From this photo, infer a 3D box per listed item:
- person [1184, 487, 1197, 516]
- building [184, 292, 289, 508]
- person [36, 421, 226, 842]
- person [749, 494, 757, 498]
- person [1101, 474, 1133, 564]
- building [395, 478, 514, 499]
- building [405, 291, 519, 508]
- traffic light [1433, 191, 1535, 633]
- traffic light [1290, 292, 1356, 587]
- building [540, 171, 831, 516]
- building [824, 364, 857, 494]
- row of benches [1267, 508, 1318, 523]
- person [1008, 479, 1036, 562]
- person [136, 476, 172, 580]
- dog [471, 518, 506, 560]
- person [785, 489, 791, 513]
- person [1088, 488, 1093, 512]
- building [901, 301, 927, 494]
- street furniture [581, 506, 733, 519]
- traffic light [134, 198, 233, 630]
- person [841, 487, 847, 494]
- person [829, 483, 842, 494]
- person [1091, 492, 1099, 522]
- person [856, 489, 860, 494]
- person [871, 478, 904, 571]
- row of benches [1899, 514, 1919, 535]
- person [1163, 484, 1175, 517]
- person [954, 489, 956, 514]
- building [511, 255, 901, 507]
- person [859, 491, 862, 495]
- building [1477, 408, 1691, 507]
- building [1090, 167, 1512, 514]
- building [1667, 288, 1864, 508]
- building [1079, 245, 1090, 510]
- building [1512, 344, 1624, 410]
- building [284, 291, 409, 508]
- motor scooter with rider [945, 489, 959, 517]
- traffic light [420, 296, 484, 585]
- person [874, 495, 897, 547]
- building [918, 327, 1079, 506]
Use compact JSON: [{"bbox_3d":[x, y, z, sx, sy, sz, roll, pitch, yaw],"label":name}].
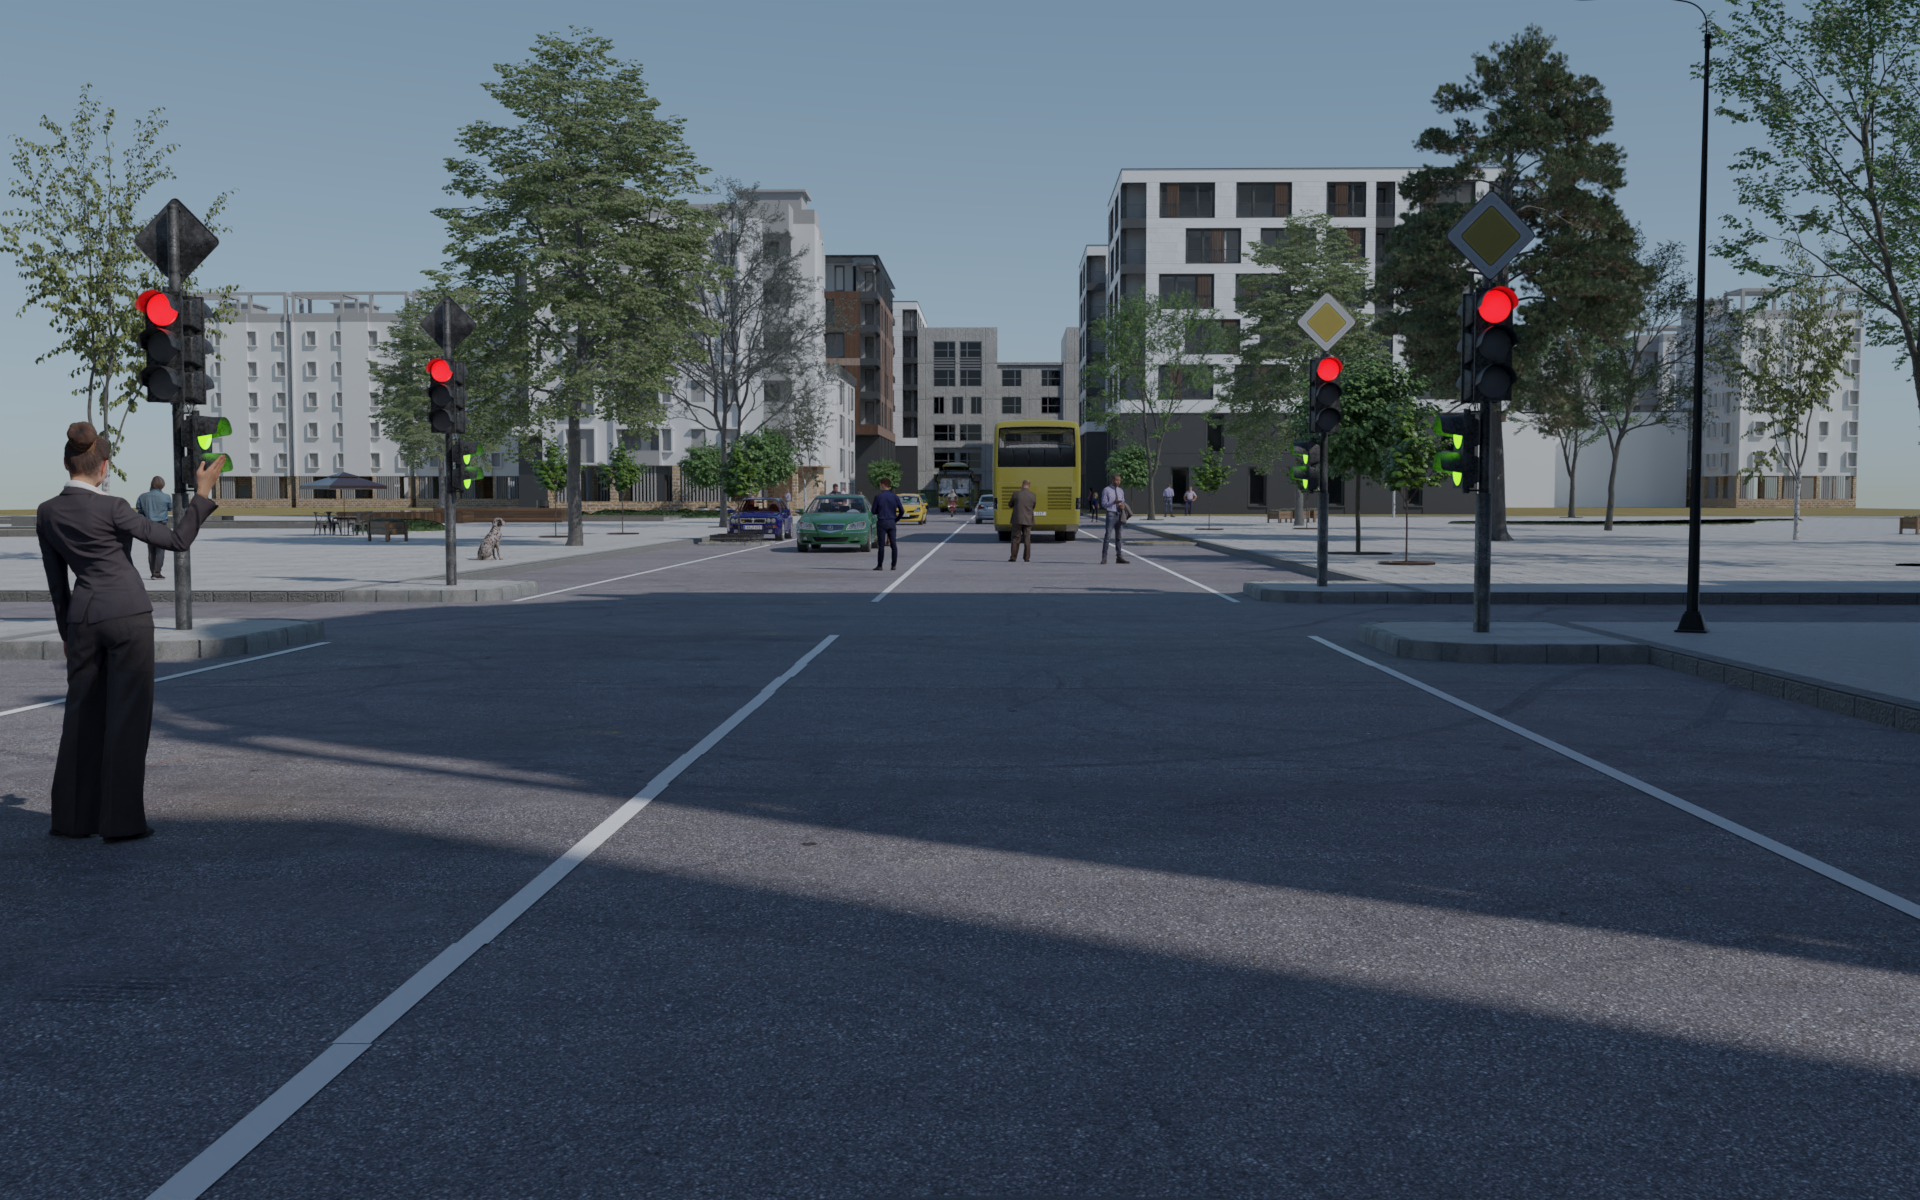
[{"bbox_3d":[13.382,-5.748,100.961,0.756,1.711,0.436,2,4,30],"label":"person"},{"bbox_3d":[-67.624,-19.104,168.764,11.380,20.091,16.016,0,4,1],"label":"building"},{"bbox_3d":[-3.448,0.126,7.247,0.742,1.727,0.445,-1,4,-20],"label":"person"},{"bbox_3d":[-11.575,-5.476,97.037,0.517,1.644,0.566,-2,4,-23],"label":"person"},{"bbox_3d":[3.212,-1.648,35.310,0.709,1.838,0.599,-2,4,-33],"label":"person"},{"bbox_3d":[-51.048,-15.124,189.417,28.070,9.664,9.099,0,4,1],"label":"building"},{"bbox_3d":[-44.846,-19.031,167.572,11.380,20.091,16.016,0,4,1],"label":"building"},{"bbox_3d":[4.832,-1.636,16.000,0.839,4.213,0.868,0,4,1],"label":"traffic light"},{"bbox_3d":[5.020,-2.125,23.983,0.839,4.213,0.868,0,4,1],"label":"traffic light"},{"bbox_3d":[-16.199,-15.251,105.777,16.016,20.091,11.380,0,4,1],"label":"building"},{"bbox_3d":[-12.041,-11.238,125.892,9.099,9.664,28.070,0,4,1],"label":"building"},{"bbox_3d":[15.192,-3.809,77.743,1.422,0.672,4.104,3,5,43],"label":"row of benches"},{"bbox_3d":[1.298,-1.682,36.687,0.565,1.739,0.600,-3,4,-36],"label":"person"},{"bbox_3d":[-12.019,-1.077,25.863,0.499,1.552,0.429,1,4,18],"label":"person"},{"bbox_3d":[-9.258,-1.181,33.688,0.800,0.831,0.513,-1,4,-11],"label":"dog"},{"bbox_3d":[-9.730,-5.484,97.768,0.319,1.574,0.516,1,4,22],"label":"person"},{"bbox_3d":[9.068,-7.019,121.485,0.721,1.739,1.217,0,4,8],"label":"person"},{"bbox_3d":[-20.481,-21.630,197.626,32.646,21.610,27.936,0,4,1],"label":"building"},{"bbox_3d":[-16.882,-4.697,92.422,10.072,0.657,5.734,0,4,5],"label":"street furniture"},{"bbox_3d":[-7.326,-1.653,16.269,0.839,4.213,0.868,0,4,1],"label":"traffic light"},{"bbox_3d":[-7.331,-6.297,109.945,0.436,1.711,0.756,2,4,29],"label":"person"},{"bbox_3d":[-3.807,-2.804,54.796,0.683,1.767,0.568,-3,5,-40],"label":"person"},{"bbox_3d":[6.876,-4.740,88.542,0.480,1.512,0.613,-3,4,-36],"label":"person"},{"bbox_3d":[-8.544,-8.467,145.402,0.530,1.710,0.541,1,4,14],"label":"person"},{"bbox_3d":[-1.400,-1.429,32.566,0.576,1.737,0.504,-2,4,-34],"label":"person"},{"bbox_3d":[31.920,-2.466,55.781,4.104,0.672,1.422,-2,4,-25],"label":"row of benches"},{"bbox_3d":[11.610,-5.518,96.124,0.709,1.838,0.599,1,4,16],"label":"person"},{"bbox_3d":[-0.468,-6.953,122.202,0.705,1.822,1.348,1,4,21],"label":"person"},{"bbox_3d":[-22.949,-19.470,162.307,32.646,21.610,27.936,0,4,1],"label":"building"},{"bbox_3d":[-4.968,-4.578,85.217,0.647,1.594,0.662,0,4,-3],"label":"person"},{"bbox_3d":[56.967,-13.916,169.675,28.070,9.664,9.099,0,4,1],"label":"building"},{"bbox_3d":[24.436,-17.184,124.938,27.936,21.610,32.646,0,4,1],"label":"building"},{"bbox_3d":[76.605,-18.900,165.442,11.380,20.091,16.016,0,4,1],"label":"building"},{"bbox_3d":[24.674,-19.208,158.020,27.936,21.610,32.646,0,4,1],"label":"building"},{"bbox_3d":[54.295,-19.802,190.223,31.486,18.905,16.747,0,4,1],"label":"building"},{"bbox_3d":[-56.213,-19.072,168.239,11.380,20.091,16.016,0,4,1],"label":"building"},{"bbox_3d":[-0.525,-5.995,106.990,0.876,1.779,1.986,0,3,0],"label":"motor scooter with rider"},{"bbox_3d":[-7.139,-2.141,24.252,0.839,4.213,0.868,0,4,1],"label":"traffic light"},{"bbox_3d":[-2.038,-2.174,47.282,0.697,1.427,0.421,-3,5,-40],"label":"person"},{"bbox_3d":[11.458,-19.907,191.943,31.486,18.905,16.747,0,4,1],"label":"building"}]
